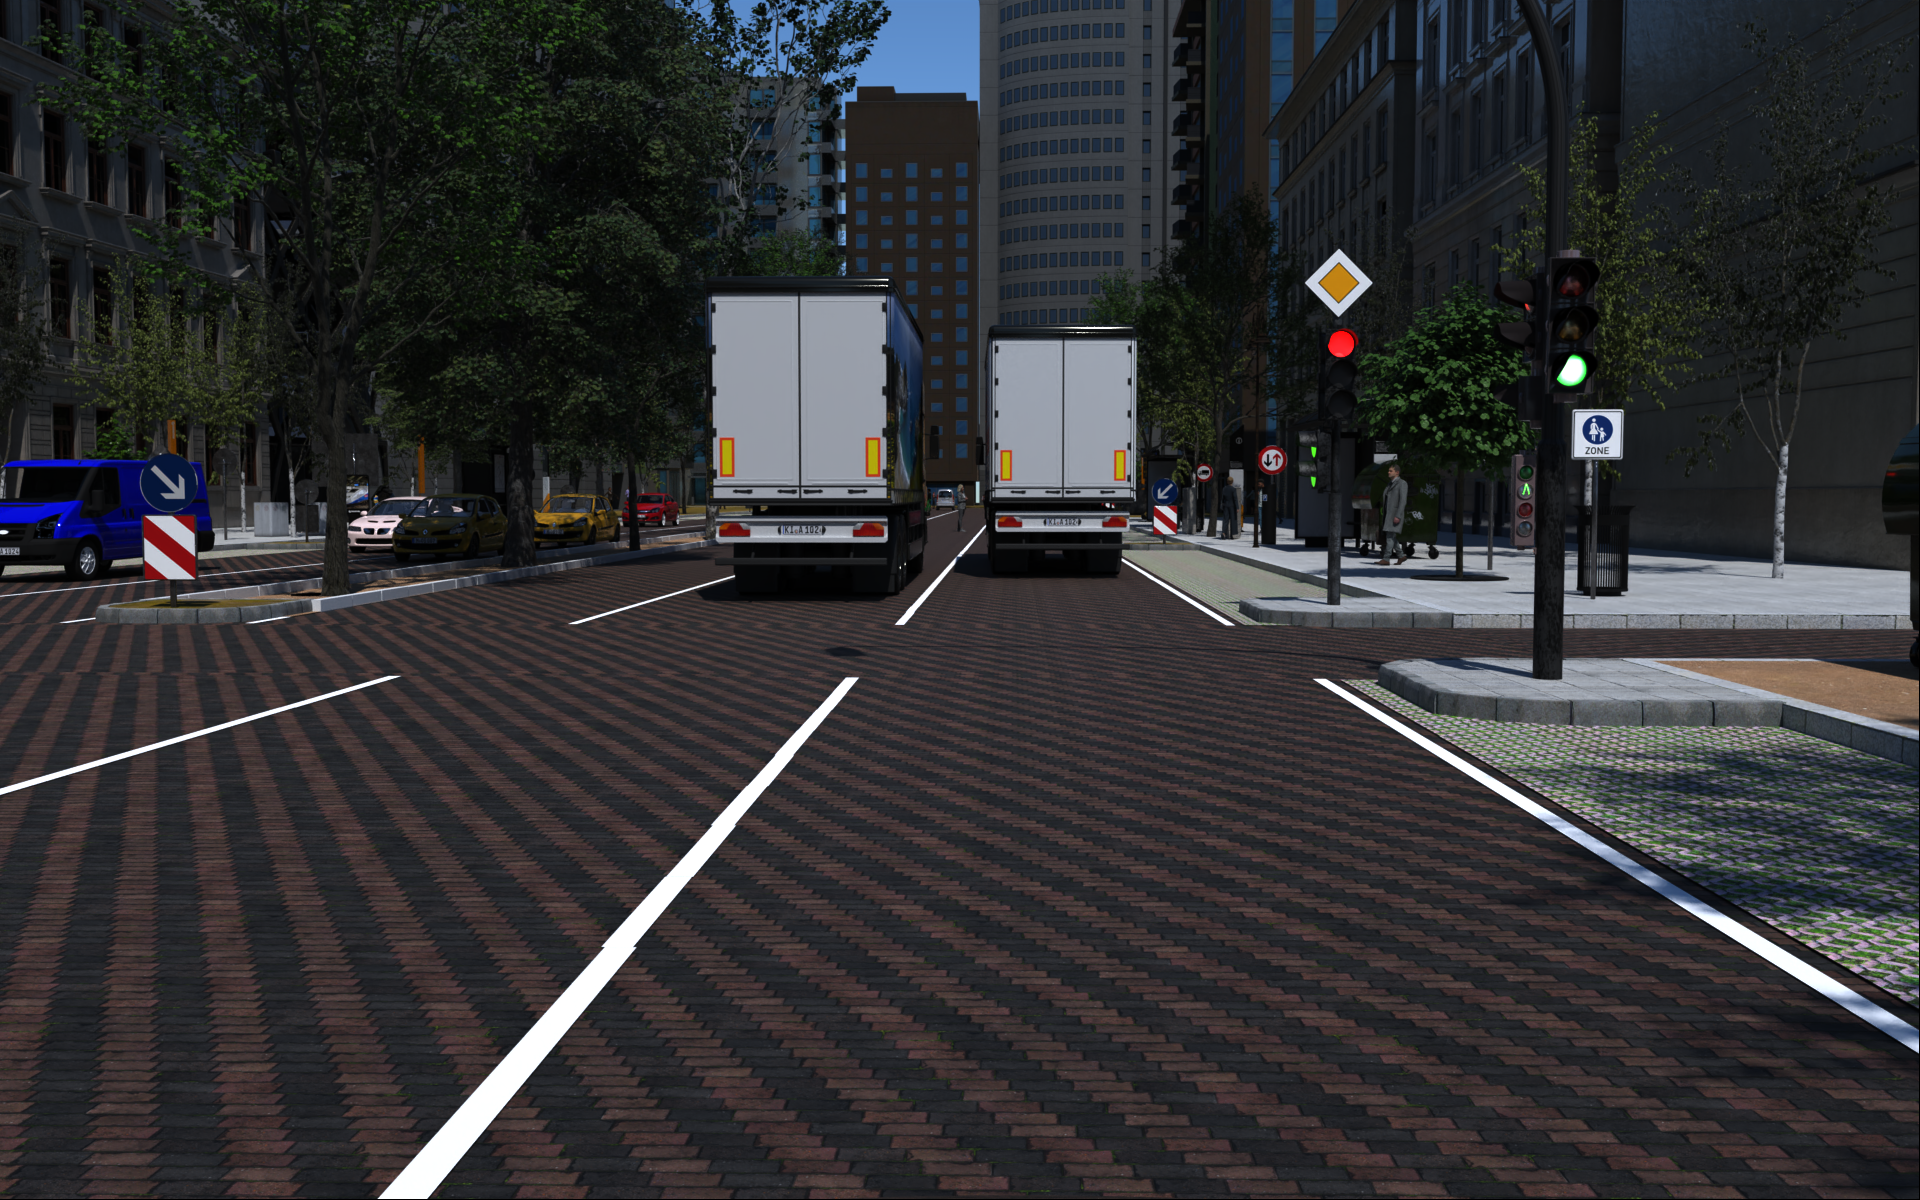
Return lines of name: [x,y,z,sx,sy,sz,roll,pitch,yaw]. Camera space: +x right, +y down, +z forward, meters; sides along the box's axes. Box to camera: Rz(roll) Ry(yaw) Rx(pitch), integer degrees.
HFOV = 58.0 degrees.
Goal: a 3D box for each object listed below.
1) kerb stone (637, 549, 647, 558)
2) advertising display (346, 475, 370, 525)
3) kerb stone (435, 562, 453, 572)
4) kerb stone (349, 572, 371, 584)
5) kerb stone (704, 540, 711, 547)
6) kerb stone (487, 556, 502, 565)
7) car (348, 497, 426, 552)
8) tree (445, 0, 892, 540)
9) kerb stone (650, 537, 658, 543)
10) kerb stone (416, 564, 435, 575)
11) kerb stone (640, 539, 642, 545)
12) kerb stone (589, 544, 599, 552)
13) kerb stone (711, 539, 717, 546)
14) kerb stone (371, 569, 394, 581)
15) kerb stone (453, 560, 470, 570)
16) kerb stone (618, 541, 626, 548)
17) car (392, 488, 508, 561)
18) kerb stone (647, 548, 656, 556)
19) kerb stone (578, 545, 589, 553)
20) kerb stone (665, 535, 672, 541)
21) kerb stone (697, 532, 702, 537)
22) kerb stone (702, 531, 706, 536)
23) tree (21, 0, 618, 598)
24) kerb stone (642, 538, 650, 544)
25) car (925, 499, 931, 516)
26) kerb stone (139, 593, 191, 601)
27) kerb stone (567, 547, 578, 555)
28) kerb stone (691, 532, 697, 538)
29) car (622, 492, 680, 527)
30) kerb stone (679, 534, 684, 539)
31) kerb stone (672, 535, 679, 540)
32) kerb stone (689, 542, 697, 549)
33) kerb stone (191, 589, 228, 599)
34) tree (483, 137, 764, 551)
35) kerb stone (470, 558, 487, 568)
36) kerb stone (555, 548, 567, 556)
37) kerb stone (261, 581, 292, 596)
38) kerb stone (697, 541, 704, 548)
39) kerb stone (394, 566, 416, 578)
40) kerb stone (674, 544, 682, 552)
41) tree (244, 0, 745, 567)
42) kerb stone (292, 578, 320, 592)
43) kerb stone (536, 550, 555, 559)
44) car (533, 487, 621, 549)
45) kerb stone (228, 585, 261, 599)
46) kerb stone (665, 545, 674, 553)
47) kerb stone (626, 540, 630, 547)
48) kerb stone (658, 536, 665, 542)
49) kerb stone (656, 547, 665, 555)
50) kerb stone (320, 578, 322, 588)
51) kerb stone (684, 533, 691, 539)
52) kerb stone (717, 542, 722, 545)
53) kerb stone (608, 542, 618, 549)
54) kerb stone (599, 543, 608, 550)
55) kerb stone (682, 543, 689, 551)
kerb stone: [-7.262,-1.021,38.894,0.120,0.150,1.000,0,4,2]
advertising display: [-19.923,-3.164,56.941,0.974,1.923,0.123,-1,4,-18]
kerb stone: [-9.585,-0.584,31.805,0.120,0.150,1.000,0,4,2]
kerb stone: [-9.704,-0.337,27.711,0.120,0.150,1.000,0,4,2]
kerb stone: [-6.993,-1.523,47.100,0.120,0.150,1.000,0,4,2]
kerb stone: [-9.476,-0.768,34.878,0.120,0.150,1.000,0,4,2]
car: [-13.997,-1.936,44.014,2.083,1.381,4.827,0,4,1]
tree: [-8.763,-11.923,53.291,12.611,20.169,13.585,0,3,0]
kerb stone: [-9.003,-1.715,50.235,0.120,0.150,1.000,0,4,2]
kerb stone: [-9.604,-0.523,30.779,0.120,0.150,1.000,0,4,2]
kerb stone: [-9.071,-1.589,48.181,0.120,0.150,1.000,0,4,2]
kerb stone: [-9.230,-1.277,43.070,0.120,0.150,1.000,0,4,2]
kerb stone: [-6.967,-1.586,48.122,0.120,0.150,1.000,0,4,2]
kerb stone: [-9.679,-0.395,28.733,0.120,0.150,1.000,0,4,2]
kerb stone: [-9.547,-0.651,32.834,0.120,0.150,1.000,0,4,2]
kerb stone: [-9.132,-1.464,46.137,0.120,0.150,1.000,0,4,2]
car: [-11.189,-1.713,38.226,2.015,1.641,3.980,0,4,1]
kerb stone: [-7.234,-1.084,39.917,0.120,0.150,1.000,0,4,2]
kerb stone: [-9.263,-1.210,42.048,0.120,0.150,1.000,0,4,2]
kerb stone: [-8.937,-1.841,52.291,0.120,0.150,1.000,0,4,2]
kerb stone: [-8.784,-2.152,57.414,0.120,0.150,1.000,0,4,2]
kerb stone: [-8.753,-2.211,58.442,0.120,0.150,1.000,0,4,2]
tree: [-8.632,-5.844,23.762,9.928,11.665,9.643,0,3,0]
kerb stone: [-9.034,-1.652,49.202,0.120,0.150,1.000,0,4,2]
car: [-2.893,-6.381,113.132,1.959,1.807,4.718,0,4,3]
kerb stone: [-9.894,0.042,21.542,0.120,0.150,1.000,0,4,2]
kerb stone: [-9.288,-1.147,41.026,0.120,0.150,1.000,0,4,2]
kerb stone: [-8.810,-2.091,56.390,0.120,0.150,1.000,0,4,2]
car: [-13.658,-4.129,76.554,2.155,1.783,4.494,0,4,4]
kerb stone: [-8.880,-1.966,54.345,0.120,0.150,1.000,0,4,2]
kerb stone: [-8.899,-1.904,53.320,0.120,0.150,1.000,0,4,2]
kerb stone: [-7.063,-1.397,45.042,0.120,0.150,1.000,0,4,2]
kerb stone: [-9.863,-0.023,22.564,0.120,0.150,1.000,0,4,2]
tree: [-8.101,-6.514,43.371,8.767,10.594,7.601,0,4,2]
kerb stone: [-9.513,-0.710,33.856,0.120,0.150,1.000,0,4,2]
kerb stone: [-9.323,-1.089,40.002,0.120,0.150,1.000,0,4,2]
kerb stone: [-9.800,-0.148,24.617,0.120,0.150,1.000,0,4,2]
kerb stone: [-7.030,-1.460,46.064,0.120,0.150,1.000,0,4,2]
kerb stone: [-9.629,-0.455,29.755,0.120,0.150,1.000,0,4,2]
kerb stone: [-7.130,-1.272,42.999,0.120,0.150,1.000,0,4,2]
tree: [-8.655,-7.618,33.670,9.857,13.997,8.962,0,3,0]
kerb stone: [-9.766,-0.211,25.639,0.120,0.150,1.000,0,4,2]
kerb stone: [-9.354,-1.027,38.979,0.120,0.150,1.000,0,4,2]
car: [-10.397,-2.230,46.678,2.015,1.641,3.980,0,4,3]
kerb stone: [-9.834,-0.085,23.586,0.120,0.150,1.000,0,4,2]
kerb stone: [-7.154,-1.210,41.977,0.120,0.150,1.000,0,4,2]
kerb stone: [-9.100,-1.527,47.159,0.120,0.150,1.000,0,4,2]
kerb stone: [-8.977,-1.768,51.268,0.120,0.150,1.000,0,4,2]
kerb stone: [-7.195,-1.146,40.938,0.120,0.150,1.000,0,4,2]
kerb stone: [-9.731,-0.274,26.668,0.120,0.150,1.000,0,4,2]
kerb stone: [-8.849,-2.029,55.367,0.120,0.150,1.000,0,4,2]
kerb stone: [-6.940,-1.648,49.144,0.120,0.150,1.000,0,4,2]
kerb stone: [-9.161,-1.402,45.115,0.120,0.150,1.000,0,4,2]
kerb stone: [-9.198,-1.339,44.092,0.120,0.150,1.000,0,4,2]
kerb stone: [-7.097,-1.331,44.020,0.120,0.150,1.000,0,4,2]
